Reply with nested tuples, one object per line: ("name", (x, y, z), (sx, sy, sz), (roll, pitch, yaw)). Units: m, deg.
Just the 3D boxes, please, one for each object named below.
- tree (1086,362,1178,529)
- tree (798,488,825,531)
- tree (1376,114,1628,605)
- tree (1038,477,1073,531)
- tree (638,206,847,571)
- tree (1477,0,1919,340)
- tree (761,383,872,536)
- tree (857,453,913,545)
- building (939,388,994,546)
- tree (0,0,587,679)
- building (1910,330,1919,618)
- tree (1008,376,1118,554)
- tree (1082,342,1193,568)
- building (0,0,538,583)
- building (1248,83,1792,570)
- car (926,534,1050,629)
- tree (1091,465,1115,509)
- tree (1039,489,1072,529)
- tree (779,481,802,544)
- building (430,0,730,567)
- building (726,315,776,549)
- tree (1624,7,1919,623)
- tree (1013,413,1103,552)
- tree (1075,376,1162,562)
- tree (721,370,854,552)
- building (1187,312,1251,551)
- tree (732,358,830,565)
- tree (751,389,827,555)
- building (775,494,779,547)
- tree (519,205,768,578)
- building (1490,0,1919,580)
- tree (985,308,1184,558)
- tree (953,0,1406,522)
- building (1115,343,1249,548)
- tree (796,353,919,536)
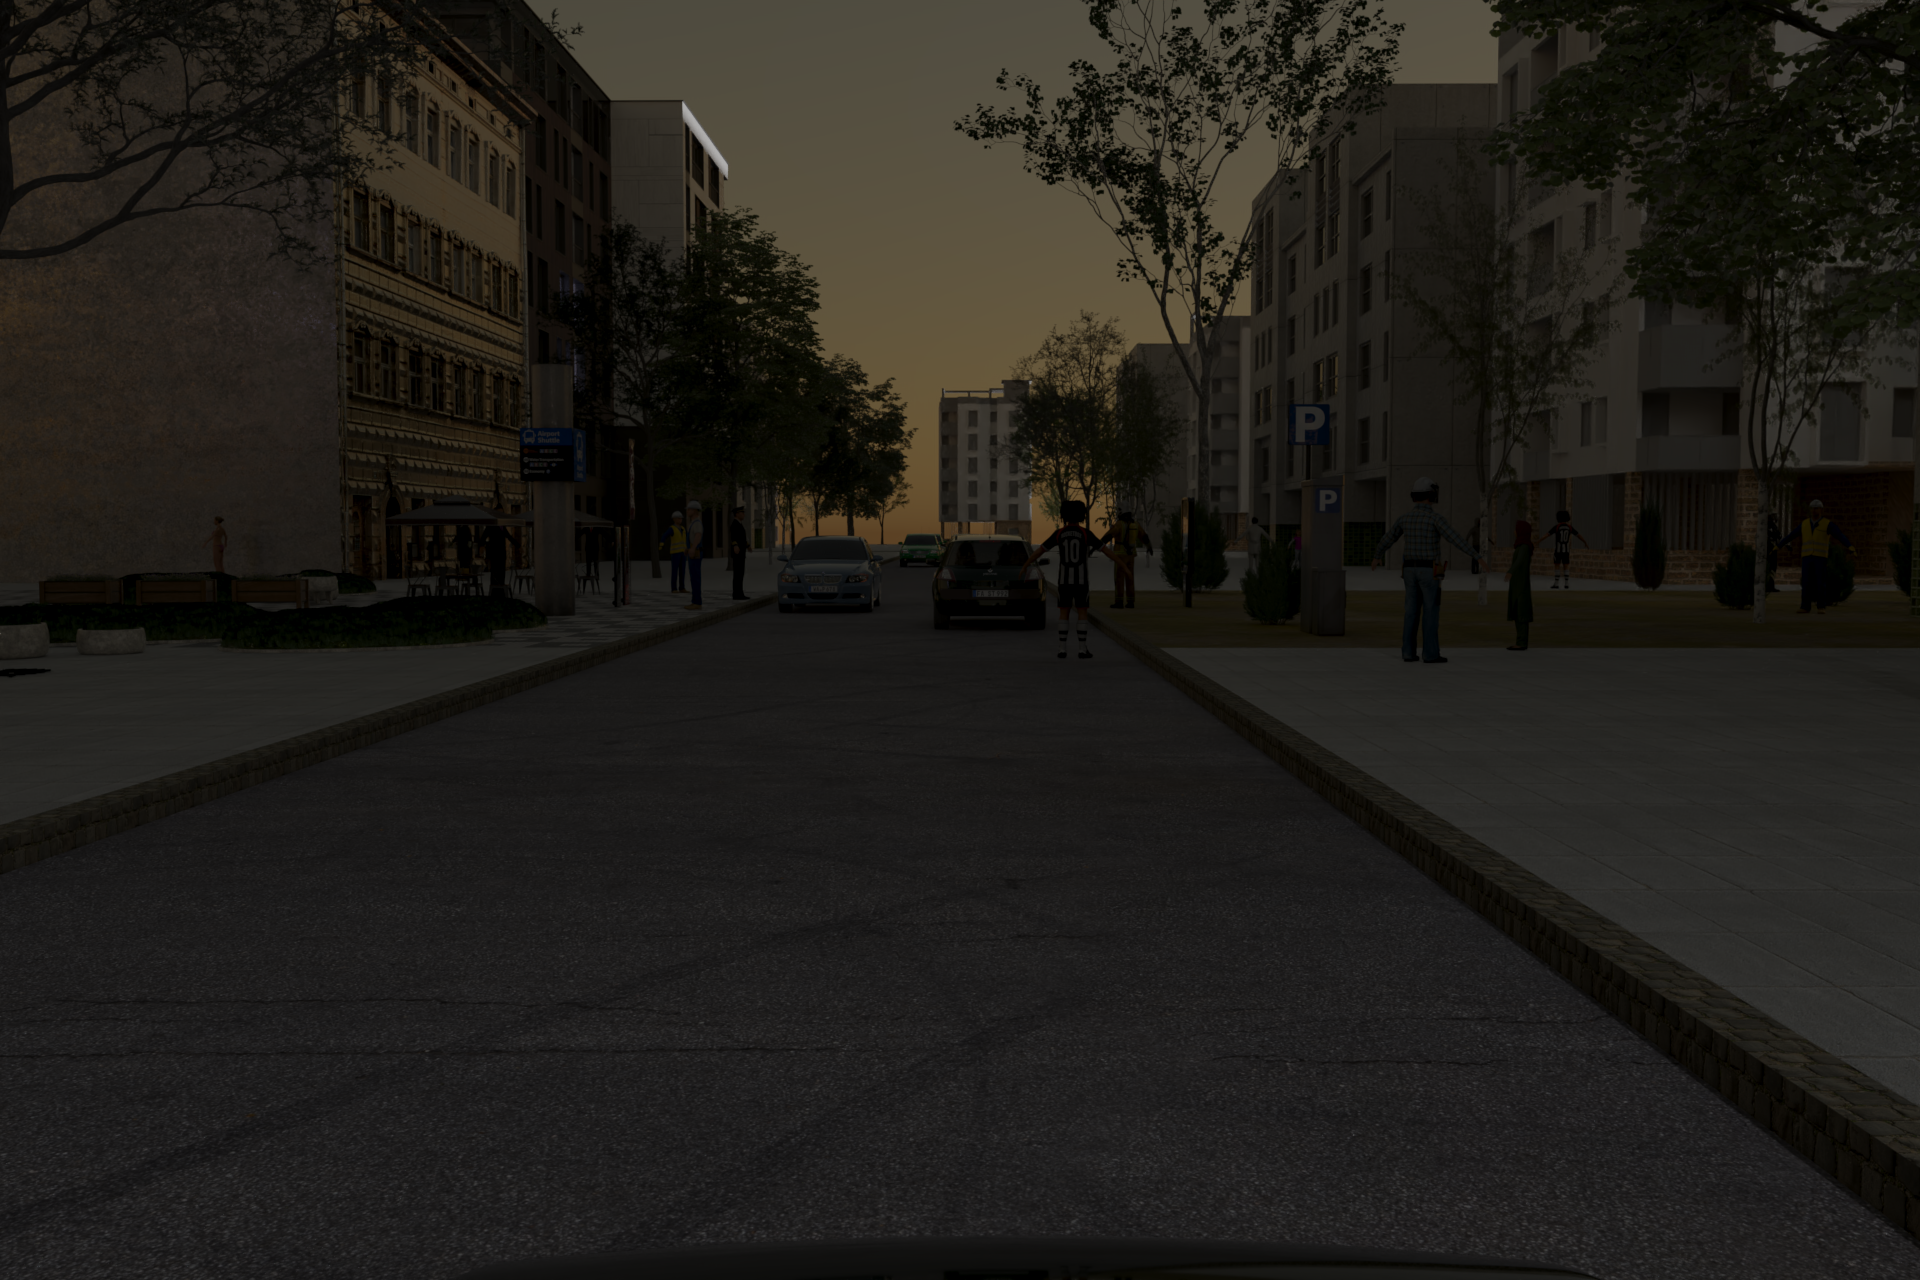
("tree", (7.414, -7.597, 74.570), (4.737, 8.622, 4.395), (0, 3, 0))
("tree", (-17.220, -15.890, 210.165), (4.360, 8.622, 3.978), (0, 3, 0))
("tree", (9.282, -4.950, 31.292), (4.360, 8.622, 3.978), (0, 3, 0))
("tree", (11.659, -15.910, 210.488), (4.737, 8.622, 4.395), (0, 3, 0))
("tree", (-7.614, -8.710, 60.529), (7.486, 12.596, 7.792), (0, 3, 0))
("tree", (7.352, -5.731, 11.835), (7.486, 12.596, 7.792), (0, 3, 0))
("tree", (-8.839, -10.356, 103.729), (7.601, 10.594, 8.767), (-3, 5, -43))
("tree", (-9.694, -17.527, 212.313), (9.928, 11.665, 9.643), (0, 3, 0))
("building", (-2.391, -21.910, 217.104), (11.380, 20.090, 16.016), (0, 4, 6))
("tree", (-9.001, -6.411, 15.198), (12.009, 13.543, 11.850), (0, 3, 0))
("building", (23.067, -8.808, 10.475), (16.747, 18.905, 31.486), (0, 3, 0))
("tree", (6.749, -11.456, 113.057), (9.928, 11.665, 9.643), (0, 3, 0))
("tree", (7.338, -7.067, 65.910), (4.360, 8.622, 3.978), (0, 3, 0))
("building", (-25.066, -13.618, 53.583), (19.493, 23.208, 18.063), (0, 4, 1))
("building", (23.721, -12.861, 76.727), (16.747, 18.905, 31.486), (0, 4, 1))
("car", (0.449, -1.077, 27.400), (2.009, 1.686, 4.222), (0, 3, 0))
("tree", (20.148, -17.785, 216.536), (9.928, 11.665, 9.643), (0, 3, 0))
("tree", (11.997, -16.288, 216.677), (4.737, 8.622, 4.395), (0, 3, 0))
("tree", (-21.316, -16.167, 214.697), (4.737, 8.622, 4.395), (0, 3, 0))
("building", (-26.970, -14.436, 80.002), (27.936, 21.610, 32.646), (0, 4, 1))
("building", (-25.749, -16.982, 144.112), (16.747, 18.905, 31.486), (0, 4, 1))
("tree", (11.305, -4.552, 24.795), (4.360, 8.622, 3.978), (0, 3, 0))
("tree", (7.477, -12.084, 123.326), (9.928, 11.665, 9.643), (0, 3, 0))
("tree", (6.947, -7.947, 80.300), (4.360, 8.622, 3.978), (0, 3, 0))
("tree", (-8.929, -9.491, 89.585), (7.601, 10.594, 8.767), (0, 4, 0))
("building", (24.551, -17.767, 146.903), (16.016, 20.090, 11.380), (0, 4, 1))
("tree", (-8.068, -7.466, 72.425), (4.360, 8.622, 3.978), (0, 3, 0))
("tree", (-8.386, -8.022, 81.517), (4.360, 8.622, 3.978), (0, 3, 0))
("building", (-23.230, -14.537, 179.829), (9.099, 9.664, 28.070), (0, 4, 0))
("tree", (-9.161, -7.073, 50.052), (7.601, 10.594, 8.767), (-1, 4, -11))
("building", (22.895, -12.207, 56.000), (16.016, 20.090, 11.380), (0, 4, 1))
("tree", (6.966, -11.197, 93.442), (12.009, 13.543, 11.850), (0, 3, 0))
("tree", (5.986, -12.030, 52.575), (12.611, 20.169, 13.585), (0, 3, 0))
("building", (24.842, -18.511, 169.109), (16.747, 18.905, 31.486), (0, 4, 1))
("tree", (-7.646, -13.120, 121.170), (9.857, 13.997, 8.962), (0, 3, 0))
